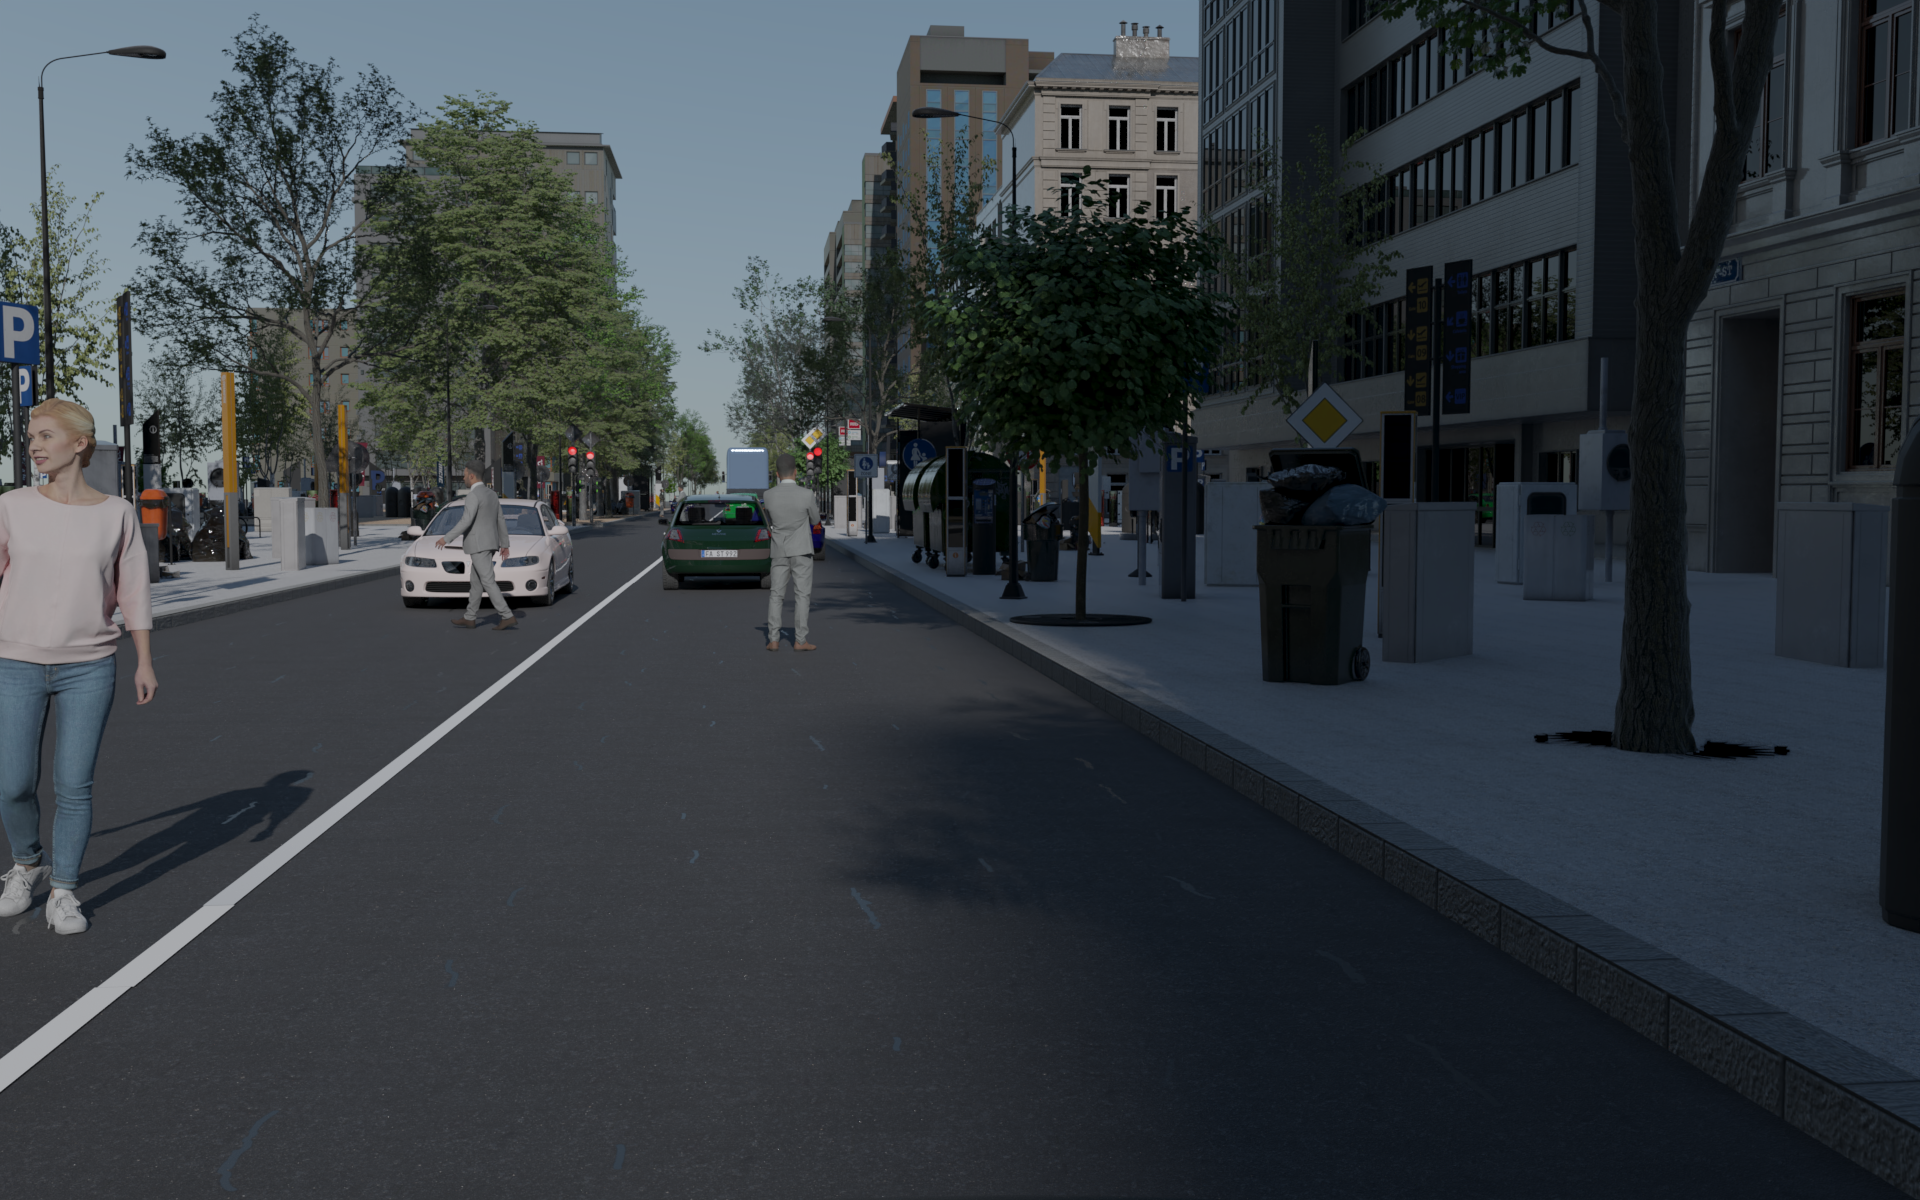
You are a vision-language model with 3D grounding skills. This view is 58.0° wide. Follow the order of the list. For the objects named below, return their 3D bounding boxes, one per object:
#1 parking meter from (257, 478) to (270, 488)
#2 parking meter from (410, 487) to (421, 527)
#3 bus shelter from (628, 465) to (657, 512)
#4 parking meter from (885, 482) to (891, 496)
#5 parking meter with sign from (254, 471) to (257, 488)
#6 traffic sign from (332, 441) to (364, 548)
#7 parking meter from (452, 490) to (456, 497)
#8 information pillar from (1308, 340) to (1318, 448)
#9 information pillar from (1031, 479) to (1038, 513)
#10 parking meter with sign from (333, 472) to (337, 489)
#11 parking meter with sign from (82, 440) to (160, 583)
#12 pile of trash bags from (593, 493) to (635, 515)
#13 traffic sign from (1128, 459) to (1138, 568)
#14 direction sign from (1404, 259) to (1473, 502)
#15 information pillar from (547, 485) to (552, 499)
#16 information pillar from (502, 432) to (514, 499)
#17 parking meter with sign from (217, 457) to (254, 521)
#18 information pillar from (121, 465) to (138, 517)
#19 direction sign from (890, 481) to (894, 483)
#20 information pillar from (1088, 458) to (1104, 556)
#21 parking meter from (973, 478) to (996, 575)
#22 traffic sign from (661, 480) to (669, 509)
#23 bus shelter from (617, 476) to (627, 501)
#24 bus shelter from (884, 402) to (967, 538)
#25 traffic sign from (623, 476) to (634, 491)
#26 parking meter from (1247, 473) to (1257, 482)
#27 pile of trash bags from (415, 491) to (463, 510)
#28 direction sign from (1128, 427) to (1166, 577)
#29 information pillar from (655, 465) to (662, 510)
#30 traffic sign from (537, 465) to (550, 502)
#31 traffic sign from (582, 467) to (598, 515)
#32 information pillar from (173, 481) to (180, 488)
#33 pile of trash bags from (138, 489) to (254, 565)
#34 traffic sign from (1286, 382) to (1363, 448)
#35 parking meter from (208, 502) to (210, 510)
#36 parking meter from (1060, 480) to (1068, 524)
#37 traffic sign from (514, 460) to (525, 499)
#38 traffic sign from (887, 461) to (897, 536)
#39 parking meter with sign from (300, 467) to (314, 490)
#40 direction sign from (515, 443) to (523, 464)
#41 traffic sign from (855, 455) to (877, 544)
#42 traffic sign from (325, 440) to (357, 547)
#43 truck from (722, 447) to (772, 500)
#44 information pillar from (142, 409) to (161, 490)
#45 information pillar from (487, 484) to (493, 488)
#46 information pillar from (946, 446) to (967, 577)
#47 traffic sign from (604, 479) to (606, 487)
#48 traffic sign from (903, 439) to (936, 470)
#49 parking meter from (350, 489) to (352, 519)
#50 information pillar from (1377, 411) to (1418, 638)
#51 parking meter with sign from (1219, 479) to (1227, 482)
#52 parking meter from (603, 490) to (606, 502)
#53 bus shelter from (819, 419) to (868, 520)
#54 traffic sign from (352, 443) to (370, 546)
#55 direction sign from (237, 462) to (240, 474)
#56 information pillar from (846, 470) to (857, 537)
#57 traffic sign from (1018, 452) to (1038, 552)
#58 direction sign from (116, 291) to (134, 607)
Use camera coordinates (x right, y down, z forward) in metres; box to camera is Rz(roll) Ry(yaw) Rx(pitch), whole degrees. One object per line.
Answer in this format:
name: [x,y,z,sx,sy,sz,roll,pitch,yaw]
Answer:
parking meter: [-24.812,-3.429,61.768,0.399,1.863,0.255,0,4,4]
parking meter: [-18.826,-3.153,59.957,0.372,1.533,0.369,0,3,0]
bus shelter: [-23.621,-9.154,127.305,2.179,5.291,8.768,0,4,-7]
parking meter: [-3.320,-4.416,77.918,0.399,1.863,0.255,-1,4,-17]
parking meter with sign: [-41.264,-6.435,101.466,0.543,3.016,1.738,-3,5,-40]
traffic sign: [-14.646,-2.529,41.458,0.768,2.556,0.104,0,4,1]
parking meter: [-34.259,-6.643,117.026,0.372,1.533,0.369,0,3,0]
information pillar: [5.419,-2.158,26.645,0.183,3.616,0.504,0,4,4]
information pillar: [3.710,-5.016,86.502,0.304,2.012,0.304,-1,4,-16]
parking meter with sign: [-40.921,-7.194,113.881,0.543,3.016,1.738,0,4,-4]
parking meter with sign: [-12.216,-1.716,24.321,0.543,3.016,1.738,3,4,38]
pile of trash bags: [-20.999,-5.899,106.196,1.912,1.369,3.447,-3,5,-44]
traffic sign: [2.944,-1.725,28.305,0.768,2.556,0.104,0,4,2]
direction sign: [4.712,-1.538,17.151,0.379,3.537,0.876,-2,4,-29]
information pillar: [-31.547,-7.866,133.093,0.304,2.012,0.304,-2,4,-35]
information pillar: [-16.814,-4.472,64.478,0.183,3.616,0.504,3,4,38]
parking meter with sign: [-34.396,-5.218,81.570,1.738,3.016,0.543,0,4,5]
information pillar: [-20.823,-2.382,43.444,0.304,2.012,0.304,-1,4,-15]
direction sign: [-5.150,-8.037,123.395,0.876,3.537,0.379,0,4,1]
information pillar: [2.806,-2.740,36.147,0.183,3.616,0.504,-2,4,-27]
parking meter: [0.385,-1.168,27.506,0.372,1.533,0.369,0,3,0]
traffic sign: [-25.770,-9.244,151.250,0.768,2.556,0.104,0,4,1]
bus shelter: [-27.085,-9.034,141.625,2.014,3.302,5.546,0,4,-7]
bus shelter: [-0.964,-3.445,47.615,1.731,3.624,6.357,0,4,-7]
traffic sign: [-22.825,-7.291,119.310,0.768,2.556,0.104,0,4,-2]
parking meter: [8.013,-2.561,47.590,0.255,1.863,0.399,0,4,2]
pile of trash bags: [-15.409,-2.662,53.269,1.912,1.369,3.447,2,4,25]
direction sign: [2.795,-2.126,26.759,0.876,3.537,0.379,-2,4,-26]
information pillar: [-23.945,-8.946,137.615,0.504,3.616,0.183,-1,4,-14]
traffic sign: [-18.357,-4.640,75.977,0.768,2.556,0.104,0,4,2]
traffic sign: [-17.113,-4.894,80.125,0.768,2.556,0.104,0,4,-6]
information pillar: [-42.741,-5.507,94.525,0.304,2.012,0.304,0,4,-2]
pile of trash bags: [-14.695,-1.405,32.728,1.912,1.369,3.447,0,4,-7]
traffic sign: [3.749,-1.021,17.885,0.795,2.450,0.064,0,4,1]
parking meter: [-45.132,-5.872,104.419,0.372,1.533,0.369,0,3,0]
parking meter: [4.257,-3.975,70.704,0.255,1.863,0.399,-1,4,-9]
traffic sign: [-16.746,-3.981,65.200,0.768,2.556,0.104,0,4,0]
traffic sign: [-1.940,-3.124,53.205,0.606,2.300,0.079,0,4,1]
parking meter with sign: [-42.870,-7.177,113.608,1.738,3.016,0.543,2,4,29]
direction sign: [-19.695,-5.164,76.423,0.876,3.537,0.379,0,4,3]
traffic sign: [-2.406,-2.585,44.393,0.606,2.300,0.079,0,4,-6]
traffic sign: [-15.039,-2.565,41.935,0.884,2.594,0.081,0,4,-3]
truck: [-11.449,-6.389,94.211,2.967,4.110,18.799,0,4,-8]
information pillar: [-22.399,-3.468,48.061,0.504,3.616,0.183,0,4,7]
information pillar: [-33.254,-7.225,122.624,0.304,2.012,0.304,1,4,22]
information pillar: [-0.052,-1.368,26.864,0.304,2.012,0.304,0,4,6]
traffic sign: [-27.693,-8.341,136.483,0.768,2.556,0.104,0,4,-6]
traffic sign: [-0.929,-2.432,39.869,0.768,2.556,0.104,0,4,-1]
parking meter: [-21.868,-3.421,61.647,0.399,1.863,0.255,-1,4,-17]
information pillar: [3.904,-0.671,15.457,0.304,2.012,0.304,1,4,19]
parking meter with sign: [13.173,-5.611,88.002,1.738,3.016,0.543,-1,4,-11]
parking meter: [-24.285,-6.754,118.833,0.372,1.533,0.369,0,3,0]
bus shelter: [-6.040,-6.863,89.836,2.179,5.291,8.768,0,4,-7]
traffic sign: [-15.021,-2.620,42.948,0.768,2.556,0.104,0,4,-5]
direction sign: [-50.317,-7.833,120.073,0.876,3.537,0.379,1,4,14]
information pillar: [-3.275,-2.933,52.441,0.304,2.012,0.304,-1,4,-10]
traffic sign: [1.379,-2.328,38.171,0.768,2.556,0.104,0,4,-4]
direction sign: [-9.485,-1.697,19.738,0.379,3.537,0.876,-2,4,-33]
